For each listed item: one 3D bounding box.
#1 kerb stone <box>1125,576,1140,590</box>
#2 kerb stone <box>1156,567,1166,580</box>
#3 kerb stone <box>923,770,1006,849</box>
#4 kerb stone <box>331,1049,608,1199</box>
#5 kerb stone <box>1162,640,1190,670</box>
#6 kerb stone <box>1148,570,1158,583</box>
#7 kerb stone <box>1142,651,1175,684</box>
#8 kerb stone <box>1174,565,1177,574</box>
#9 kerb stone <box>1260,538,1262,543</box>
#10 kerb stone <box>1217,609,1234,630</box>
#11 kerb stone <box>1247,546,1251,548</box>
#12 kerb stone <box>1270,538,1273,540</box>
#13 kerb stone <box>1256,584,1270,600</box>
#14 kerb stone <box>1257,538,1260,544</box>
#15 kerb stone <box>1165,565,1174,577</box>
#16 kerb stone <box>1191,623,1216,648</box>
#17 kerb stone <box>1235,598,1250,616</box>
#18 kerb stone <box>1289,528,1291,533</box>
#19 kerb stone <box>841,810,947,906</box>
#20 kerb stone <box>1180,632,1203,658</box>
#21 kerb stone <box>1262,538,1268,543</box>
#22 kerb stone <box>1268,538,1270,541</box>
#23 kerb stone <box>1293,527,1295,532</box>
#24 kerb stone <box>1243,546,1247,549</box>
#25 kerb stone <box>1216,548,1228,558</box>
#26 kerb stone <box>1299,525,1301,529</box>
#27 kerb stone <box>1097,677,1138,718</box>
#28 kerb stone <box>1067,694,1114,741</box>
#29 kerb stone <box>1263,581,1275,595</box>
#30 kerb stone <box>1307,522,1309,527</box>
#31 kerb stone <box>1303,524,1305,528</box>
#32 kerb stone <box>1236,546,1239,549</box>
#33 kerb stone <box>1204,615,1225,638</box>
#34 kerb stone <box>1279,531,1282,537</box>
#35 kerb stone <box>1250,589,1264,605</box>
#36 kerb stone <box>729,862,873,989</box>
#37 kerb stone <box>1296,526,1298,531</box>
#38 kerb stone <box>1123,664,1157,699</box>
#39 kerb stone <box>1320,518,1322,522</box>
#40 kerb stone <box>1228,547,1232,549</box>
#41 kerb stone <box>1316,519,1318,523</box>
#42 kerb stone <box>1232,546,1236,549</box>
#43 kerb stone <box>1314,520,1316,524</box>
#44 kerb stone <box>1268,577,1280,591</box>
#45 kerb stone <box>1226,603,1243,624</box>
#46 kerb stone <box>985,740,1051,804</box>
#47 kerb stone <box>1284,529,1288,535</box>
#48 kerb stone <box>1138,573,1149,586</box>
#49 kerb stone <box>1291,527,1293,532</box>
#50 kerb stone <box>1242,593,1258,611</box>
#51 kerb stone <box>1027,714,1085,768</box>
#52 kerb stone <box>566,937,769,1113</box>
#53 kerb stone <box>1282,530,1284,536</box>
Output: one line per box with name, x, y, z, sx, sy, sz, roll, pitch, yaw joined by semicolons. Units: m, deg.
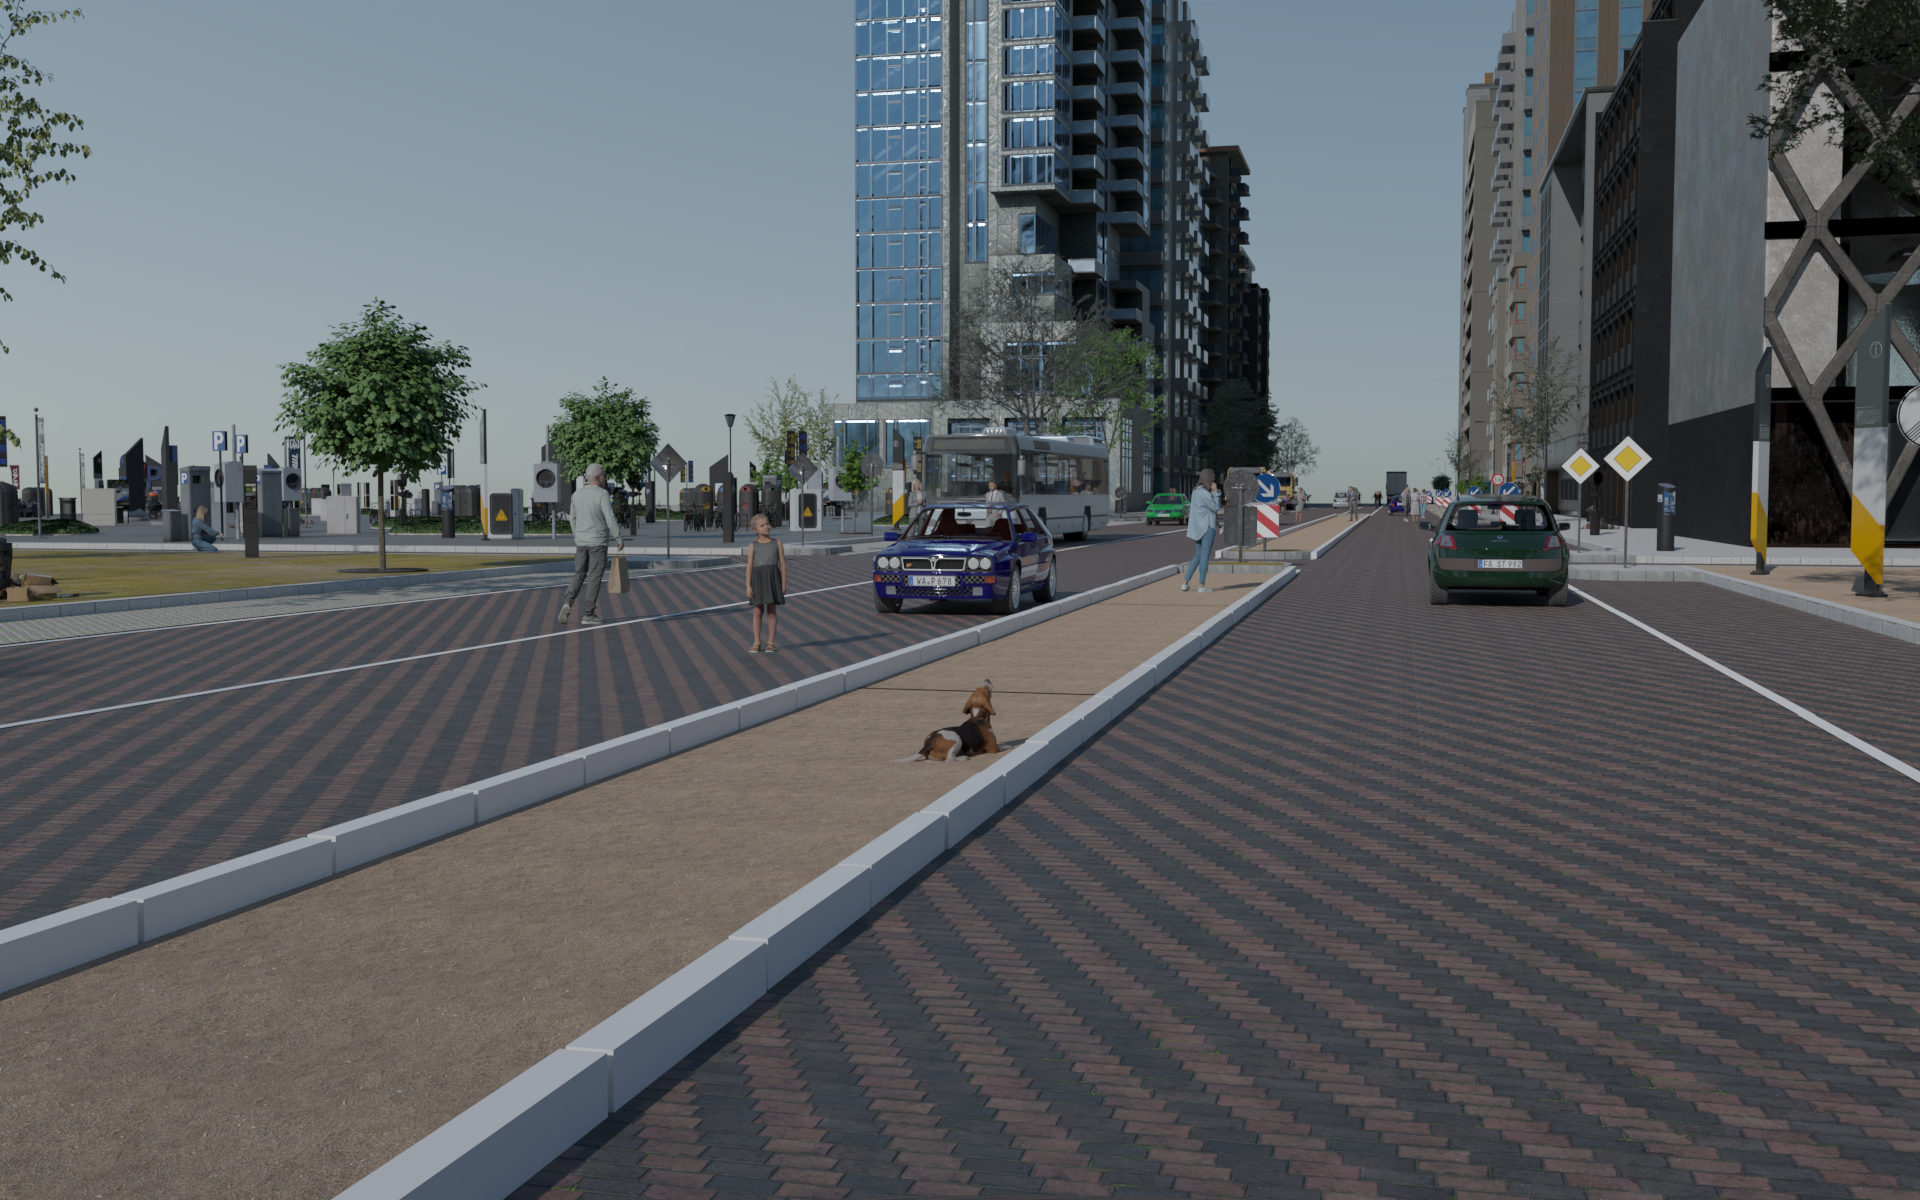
kerb stone;2.514;-0.226;25.891;0.120;0.150;1.000;1;4;14
kerb stone;3.269;-0.409;28.884;0.120;0.150;1.000;1;4;14
kerb stone;0.019;0.900;7.478;0.120;0.150;1.000;1;4;14
kerb stone;-0.991;1.143;3.510;0.120;0.150;1.000;1;4;14
kerb stone;1.781;0.475;14.457;0.120;0.150;1.000;1;4;14
kerb stone;3.020;-0.343;27.893;0.120;0.150;1.000;1;4;14
kerb stone;1.532;0.534;13.465;0.120;0.150;1.000;1;4;14
kerb stone;3.772;-0.531;30.871;0.120;0.150;1.000;1;4;14
kerb stone;8.430;-1.655;49.274;0.120;0.150;1.000;1;4;14
kerb stone;2.786;0.234;18.435;0.120;0.150;1.000;1;4;14
kerb stone;7.432;-1.413;45.302;0.120;0.150;1.000;1;4;14
kerb stone;9.438;-1.899;53.249;0.120;0.150;1.000;1;4;14
kerb stone;4.053;-0.074;23.408;0.120;0.150;1.000;1;4;14
kerb stone;8.188;-1.595;48.280;0.120;0.150;1.000;1;4;14
kerb stone;3.519;-0.470;29.875;0.120;0.150;1.000;1;4;14
kerb stone;2.291;0.352;16.445;0.120;0.150;1.000;1;4;14
kerb stone;3.294;0.109;20.437;0.120;0.150;1.000;1;4;14
kerb stone;11.707;-2.446;62.193;0.120;0.150;1.000;1;4;14
kerb stone;-0.242;0.962;6.489;0.120;0.150;1.000;1;4;14
kerb stone;2.031;0.420;15.456;0.120;0.150;1.000;1;4;14
kerb stone;8.935;-1.772;51.258;0.120;0.150;1.000;1;4;14
kerb stone;9.186;-1.837;52.250;0.120;0.150;1.000;1;4;14
kerb stone;12.217;-2.569;64.192;0.120;0.150;1.000;1;4;14
kerb stone;7.180;-1.352;44.311;0.120;0.150;1.000;1;4;14
kerb stone;5.917;-1.048;39.334;0.120;0.150;1.000;1;4;14
kerb stone;13.218;-2.811;68.165;0.120;0.150;1.000;1;4;14
kerb stone;1.028;0.656;11.472;0.120;0.150;1.000;1;4;14
kerb stone;0.775;0.718;10.480;0.120;0.150;1.000;1;4;14
kerb stone;4.301;-0.135;24.405;0.120;0.150;1.000;1;4;14
kerb stone;14.729;-3.173;74.123;0.120;0.150;1.000;1;4;14
kerb stone;13.975;-2.994;71.140;0.120;0.150;1.000;1;4;14
kerb stone;6.680;-1.227;42.321;0.120;0.150;1.000;1;4;14
kerb stone;2.538;0.291;17.439;0.120;0.150;1.000;1;4;14
kerb stone;10.453;-2.142;57.225;0.120;0.150;1.000;1;4;14
kerb stone;3.800;-0.012;22.418;0.120;0.150;1.000;1;4;14
kerb stone;-0.490;1.021;5.497;0.120;0.150;1.000;1;4;14
kerb stone;12.715;-2.690;66.176;0.120;0.150;1.000;1;4;14
kerb stone;1.274;0.600;12.469;0.120;0.150;1.000;1;4;14
kerb stone;17.752;-3.900;86.044;0.120;0.150;1.000;1;4;14
kerb stone;6.176;-1.105;40.323;0.120;0.150;1.000;1;4;14
kerb stone;16.744;-3.660;82.074;0.120;0.150;1.000;1;4;14
kerb stone;6.422;-1.170;41.326;0.120;0.150;1.000;1;4;14
kerb stone;16.247;-3.538;80.092;0.120;0.150;1.000;1;4;14
kerb stone;4.557;-0.196;25.395;0.120;0.150;1.000;1;4;14
kerb stone;3.046;0.169;19.434;0.120;0.150;1.000;1;4;14
kerb stone;0.274;0.843;8.474;0.120;0.150;1.000;1;4;14
kerb stone;11.208;-2.325;60.208;0.120;0.150;1.000;1;4;14
kerb stone;2.762;-0.286;26.891;0.120;0.150;1.000;1;4;14
kerb stone;11.962;-2.508;63.194;0.120;0.150;1.000;1;4;14
kerb stone;3.551;0.047;21.426;0.120;0.150;1.000;1;4;14
kerb stone;0.522;0.778;9.478;0.120;0.150;1.000;1;4;14
kerb stone;-0.737;1.085;4.505;0.120;0.150;1.000;1;4;14
kerb stone;10.696;-2.203;58.218;0.120;0.150;1.000;1;4;14
